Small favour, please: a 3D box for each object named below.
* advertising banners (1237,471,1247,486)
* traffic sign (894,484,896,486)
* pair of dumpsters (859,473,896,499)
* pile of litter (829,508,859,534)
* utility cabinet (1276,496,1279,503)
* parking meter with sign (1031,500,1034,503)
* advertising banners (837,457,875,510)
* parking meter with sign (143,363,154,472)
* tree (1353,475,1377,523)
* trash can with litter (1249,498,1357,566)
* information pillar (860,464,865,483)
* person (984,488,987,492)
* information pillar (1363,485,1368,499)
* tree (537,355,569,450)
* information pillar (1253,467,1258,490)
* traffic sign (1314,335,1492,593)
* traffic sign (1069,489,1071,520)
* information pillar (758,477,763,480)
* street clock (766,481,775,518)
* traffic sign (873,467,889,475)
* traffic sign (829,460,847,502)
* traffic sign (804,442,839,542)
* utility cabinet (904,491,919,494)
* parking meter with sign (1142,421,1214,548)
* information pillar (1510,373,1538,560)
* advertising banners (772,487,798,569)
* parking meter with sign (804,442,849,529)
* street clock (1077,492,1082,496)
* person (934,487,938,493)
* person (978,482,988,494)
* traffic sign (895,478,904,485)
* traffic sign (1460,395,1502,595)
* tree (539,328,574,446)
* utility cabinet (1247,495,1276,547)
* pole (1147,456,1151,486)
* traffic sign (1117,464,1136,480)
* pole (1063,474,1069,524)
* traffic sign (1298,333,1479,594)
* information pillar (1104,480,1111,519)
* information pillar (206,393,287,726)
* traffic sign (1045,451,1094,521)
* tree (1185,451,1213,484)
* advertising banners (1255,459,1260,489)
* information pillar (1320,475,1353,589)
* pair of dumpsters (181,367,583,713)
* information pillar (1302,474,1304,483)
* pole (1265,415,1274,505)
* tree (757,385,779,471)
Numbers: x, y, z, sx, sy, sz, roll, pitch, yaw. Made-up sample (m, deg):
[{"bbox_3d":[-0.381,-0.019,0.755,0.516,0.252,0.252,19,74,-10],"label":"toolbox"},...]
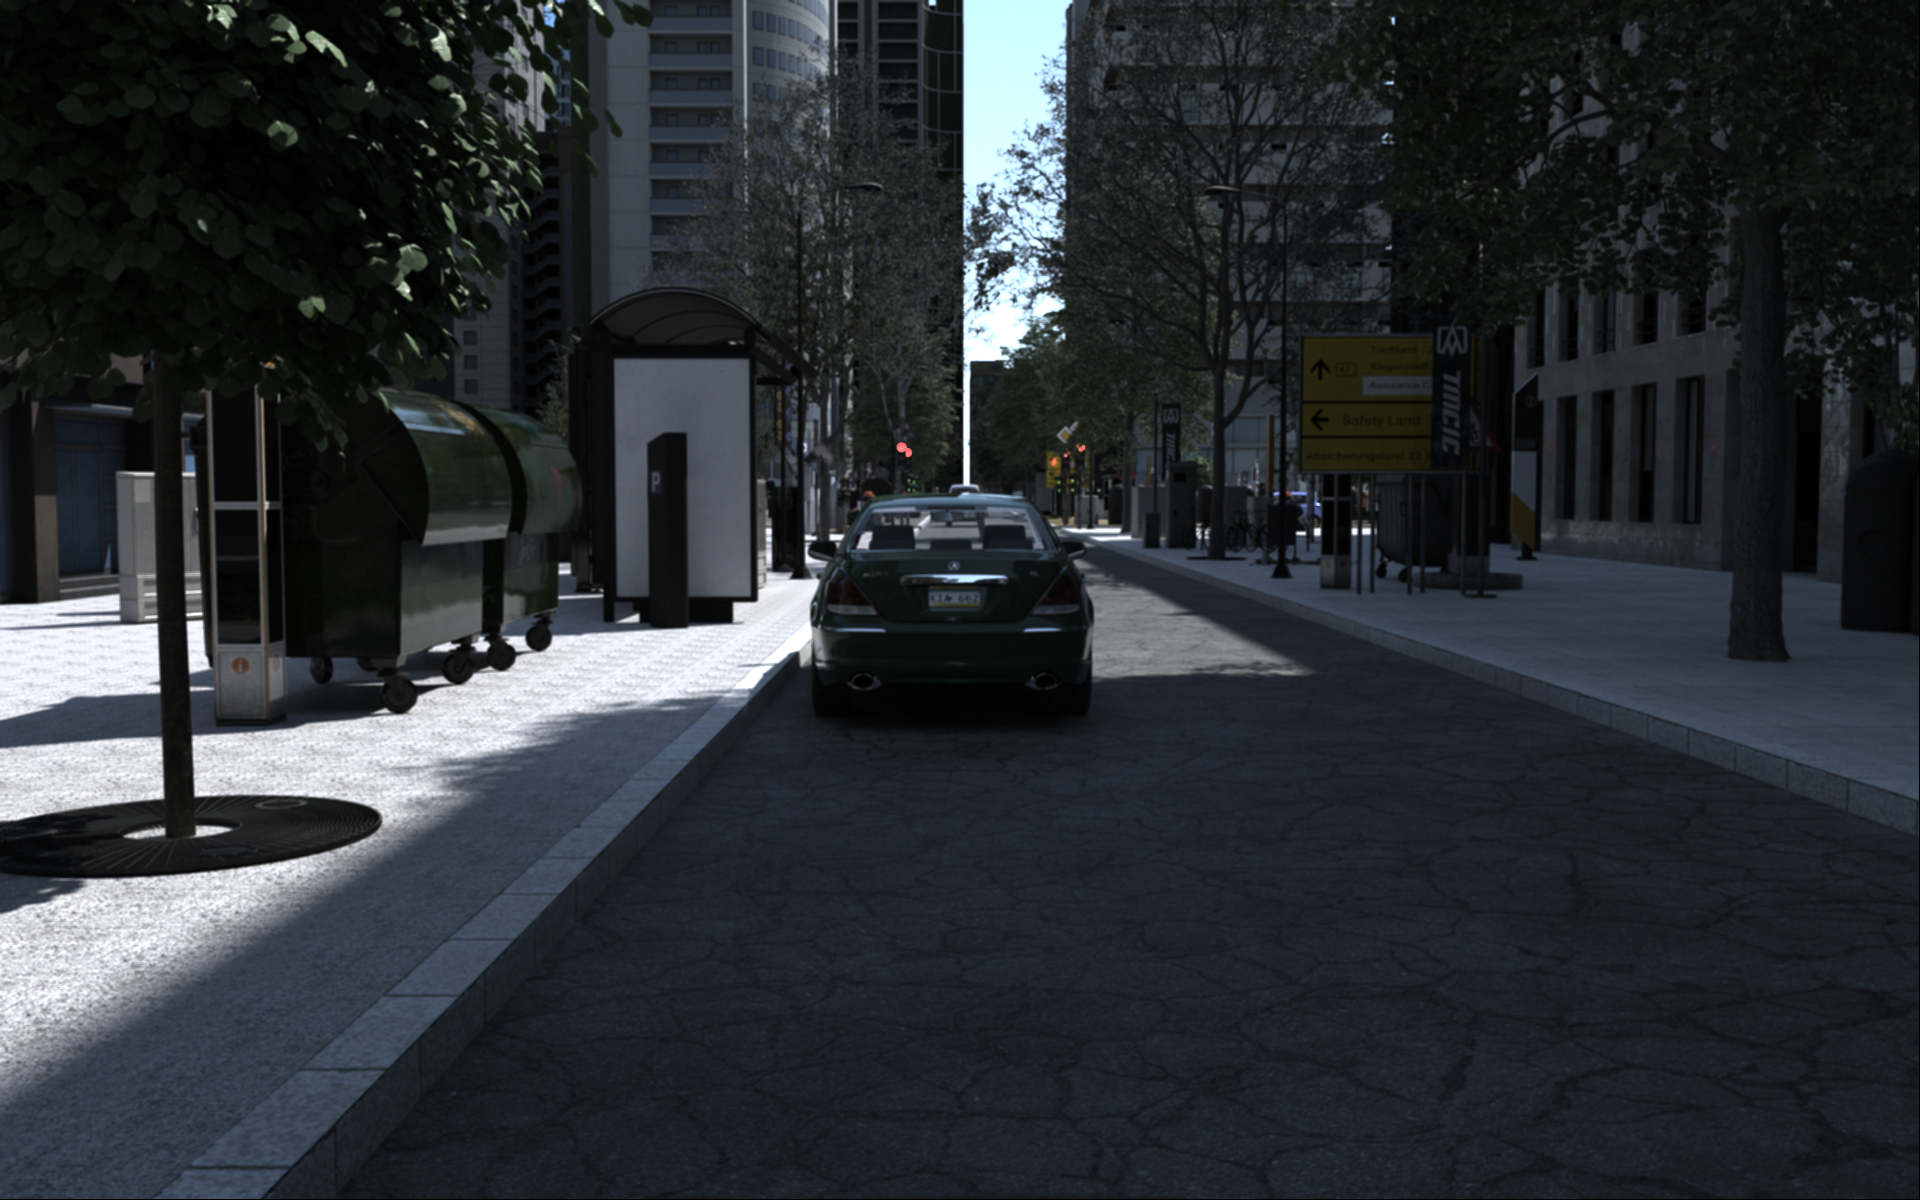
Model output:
[{"bbox_3d":[21.220,-8.338,132.516,0.090,3.025,2.074,-3,4,-37],"label":"advertising banners"},{"bbox_3d":[-4.672,-8.044,131.631,0.768,2.556,0.104,0,4,3],"label":"traffic sign"},{"bbox_3d":[-3.696,-4.584,77.435,1.574,2.255,4.437,0,4,0],"label":"pair of dumpsters"},{"bbox_3d":[-3.640,-2.541,55.514,1.176,0.858,1.719,0,4,-7],"label":"pile of litter"},{"bbox_3d":[9.620,-2.619,53.979,0.306,1.237,1.020,3,5,42],"label":"utility cabinet"},{"bbox_3d":[5.287,-7.276,115.230,0.543,3.016,1.738,-3,5,-44],"label":"parking meter with sign"},{"bbox_3d":[-5.057,-5.300,82.839,2.074,3.025,0.090,1,4,13],"label":"advertising banners"},{"bbox_3d":[-8.078,-1.410,19.314,1.738,3.016,0.543,-1,4,-13],"label":"parking meter with sign"},{"bbox_3d":[18.024,-5.642,75.960,4.285,4.588,4.351,0,3,0],"label":"tree"},{"bbox_3d":[6.292,-1.260,31.657,2.233,1.210,1.678,0,4,-1],"label":"trash can with litter"},{"bbox_3d":[-6.826,-8.028,122.615,0.504,3.616,0.183,2,4,29],"label":"information pillar"},{"bbox_3d":[1.732,-6.307,111.811,0.583,1.804,0.606,0,4,7],"label":"person"},{"bbox_3d":[30.399,-8.484,130.069,0.504,3.616,0.183,0,4,-5],"label":"information pillar"},{"bbox_3d":[-20.015,-8.598,90.947,4.360,8.622,3.978,0,3,0],"label":"tree"},{"bbox_3d":[23.270,-8.855,136.133,0.504,3.616,0.183,-2,4,-35],"label":"information pillar"},{"bbox_3d":[5.668,-1.741,22.343,2.265,3.308,0.079,0,4,3],"label":"traffic sign"},{"bbox_3d":[5.529,-5.323,87.039,0.884,2.594,0.081,0,4,6],"label":"traffic sign"},{"bbox_3d":[-8.412,-4.164,72.576,0.304,2.012,0.304,0,4,5],"label":"information pillar"},{"bbox_3d":[-10.125,-5.380,92.533,0.358,2.002,0.471,3,4,37],"label":"street clock"},{"bbox_3d":[-3.702,-4.969,81.354,0.768,2.556,0.104,0,4,6],"label":"traffic sign"},{"bbox_3d":[-4.526,-3.862,63.251,0.768,2.556,0.104,0,4,5],"label":"traffic sign"},{"bbox_3d":[-3.092,-2.283,38.516,0.795,2.450,0.064,0,4,5],"label":"traffic sign"},{"bbox_3d":[-3.530,-7.063,124.161,1.173,1.500,0.318,0,4,1],"label":"utility cabinet"},{"bbox_3d":[5.230,-2.743,41.116,1.738,3.016,0.543,0,4,-6],"label":"parking meter with sign"},{"bbox_3d":[10.936,-2.580,33.539,0.504,3.616,0.183,-1,4,-8],"label":"information pillar"},{"bbox_3d":[-3.709,-2.037,29.500,2.074,3.025,0.090,-1,4,-11],"label":"advertising banners"},{"bbox_3d":[-4.489,-3.735,57.330,1.738,3.016,0.543,2,4,26],"label":"parking meter with sign"},{"bbox_3d":[5.684,-4.738,82.038,0.358,2.002,0.471,0,4,0],"label":"street clock"},{"bbox_3d":[-1.110,-4.715,86.081,0.782,1.767,0.515,-1,4,-9],"label":"person"},{"bbox_3d":[0.579,-2.684,52.664,0.520,1.790,0.573,3,4,37],"label":"person"},{"bbox_3d":[-4.330,-7.554,123.609,0.768,2.556,0.104,0,4,6],"label":"traffic sign"},{"bbox_3d":[6.380,-1.339,21.893,0.884,2.594,0.081,0,4,2],"label":"traffic sign"},{"bbox_3d":[-16.302,-7.710,76.420,4.737,8.622,4.395,0,3,0],"label":"tree"},{"bbox_3d":[7.312,-1.906,42.324,0.306,1.237,1.020,-1,4,-12],"label":"utility cabinet"},{"bbox_3d":[10.143,-6.066,93.029,0.158,3.312,0.155,0,3,0],"label":"pole"},{"bbox_3d":[6.858,-4.359,71.375,0.768,2.556,0.104,0,4,3],"label":"traffic sign"},{"bbox_3d":[4.507,-4.876,73.562,0.158,3.312,0.155,0,3,0],"label":"pole"},{"bbox_3d":[5.425,-1.722,22.033,2.265,3.308,0.079,0,4,0],"label":"traffic sign"},{"bbox_3d":[7.522,-5.132,88.395,0.304,2.012,0.304,2,4,25],"label":"information pillar"},{"bbox_3d":[-3.972,-0.316,9.651,0.304,2.012,0.304,0,4,-2],"label":"information pillar"},{"bbox_3d":[5.139,-5.339,81.166,2.265,3.308,0.079,0,4,2],"label":"traffic sign"},{"bbox_3d":[17.808,-8.902,129.269,4.285,4.588,4.351,0,3,0],"label":"tree"},{"bbox_3d":[15.155,-5.522,86.472,0.090,3.025,2.074,2,4,35],"label":"advertising banners"},{"bbox_3d":[5.110,-1.163,23.507,0.304,2.012,0.304,-2,4,-31],"label":"information pillar"},{"bbox_3d":[-3.834,-0.585,12.060,1.574,2.255,4.437,0,4,0],"label":"pair of dumpsters"},{"bbox_3d":[26.864,-8.825,135.636,0.183,3.616,0.504,0,4,-4],"label":"information pillar"},{"bbox_3d":[7.990,-3.110,44.695,0.158,3.312,0.155,0,3,0],"label":"pole"},{"bbox_3d":[-13.289,-9.834,111.143,4.737,8.622,4.395,0,3,0],"label":"tree"}]
